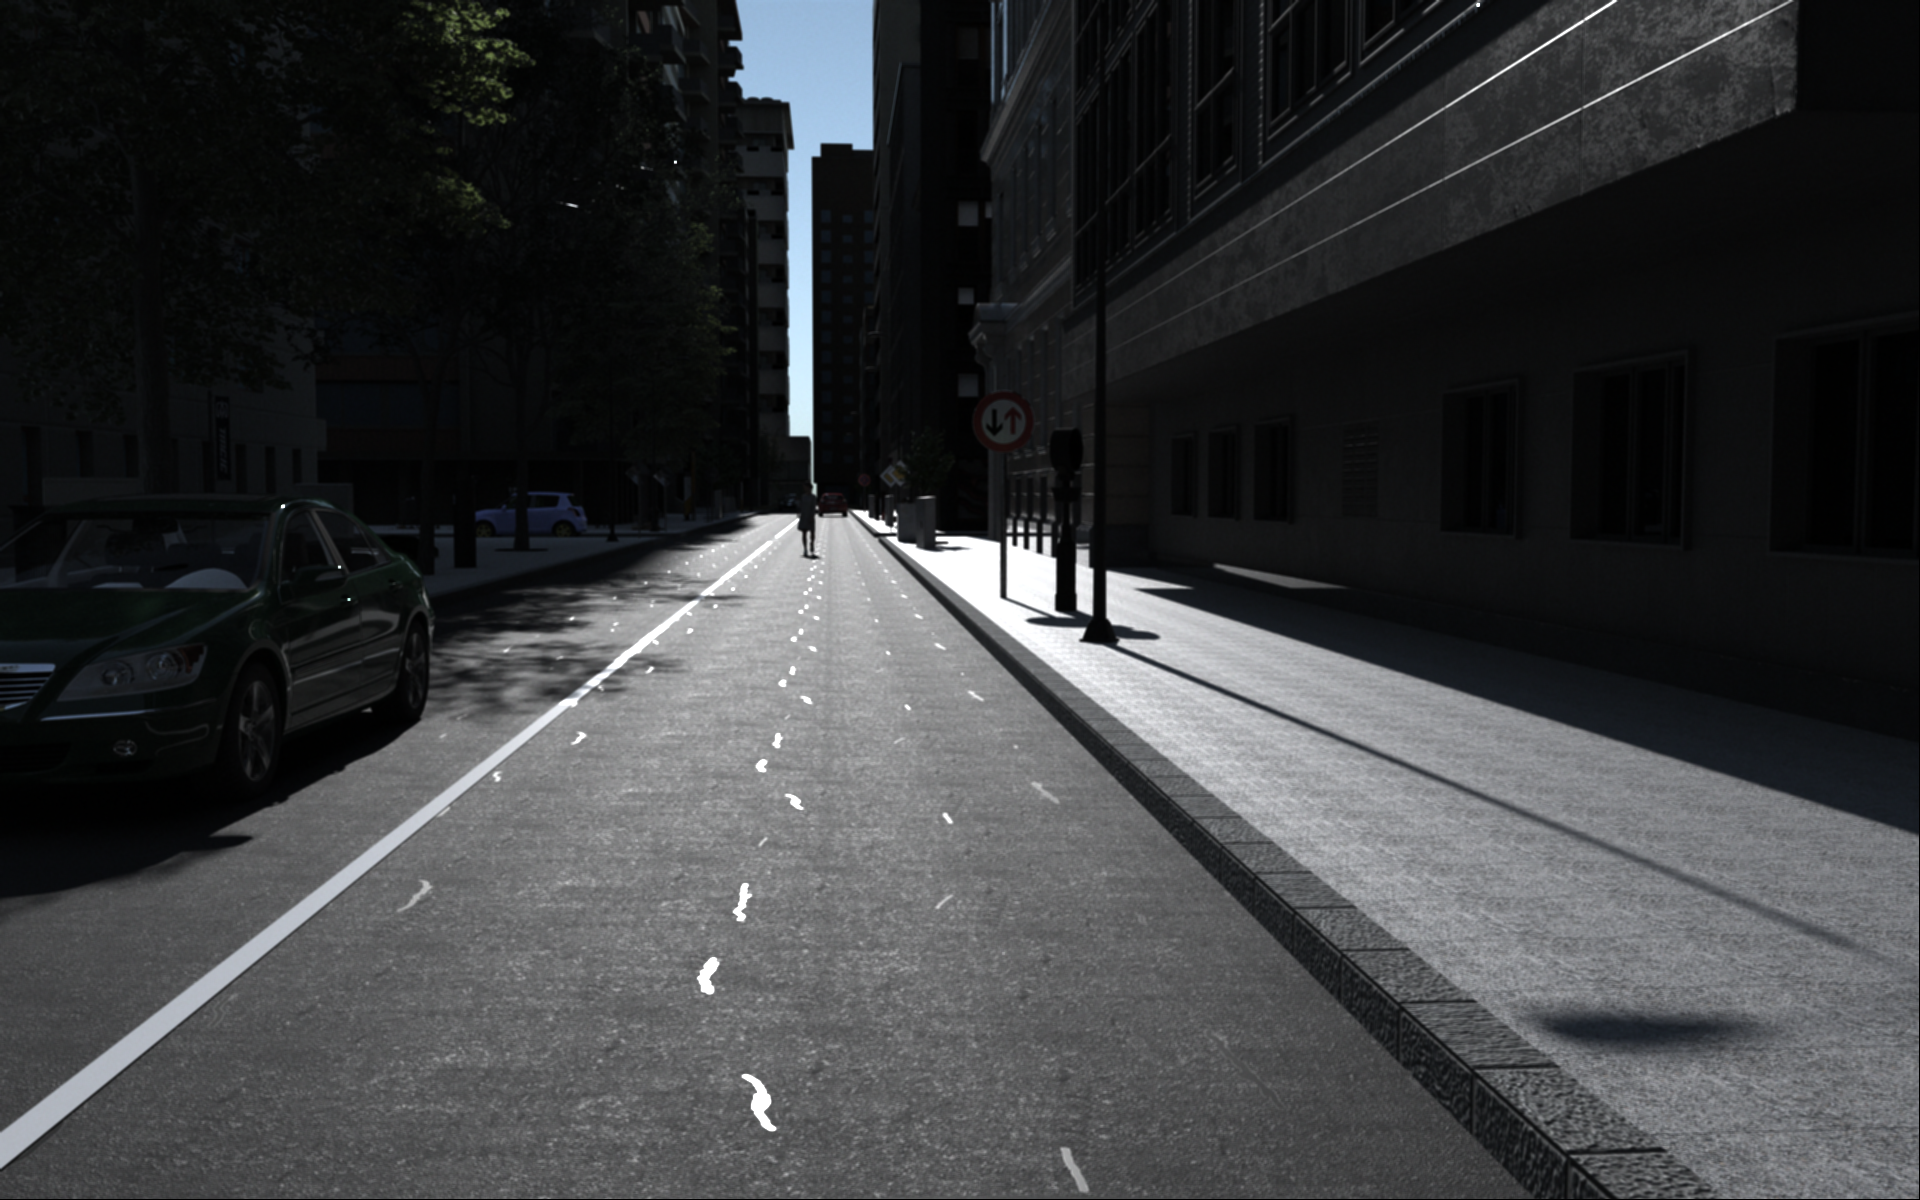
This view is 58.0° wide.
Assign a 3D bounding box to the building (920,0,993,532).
[{"bbox_3d":[6.737,-14.403,65.169,15.834,23.373,12.332,0,4,-4],"label":"building"}]

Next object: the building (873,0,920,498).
[{"bbox_3d":[3.516,-32.080,148.202,21.300,48.544,21.600,0,4,-4],"label":"building"}]

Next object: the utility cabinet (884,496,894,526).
[{"bbox_3d":[-2.847,-3.563,69.422,0.306,1.237,1.020,0,4,-7],"label":"utility cabinet"}]

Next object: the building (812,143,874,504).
[{"bbox_3d":[-11.920,-35.141,224.670,14.200,45.320,14.600,0,4,-4],"label":"building"}]

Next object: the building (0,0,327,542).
[{"bbox_3d":[-31.358,-11.546,33.816,28.899,21.520,27.650,0,4,-4],"label":"building"}]

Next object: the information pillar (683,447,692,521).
[{"bbox_3d":[-13.043,-5.617,83.200,0.504,3.616,0.183,-2,4,-25],"label":"information pillar"}]

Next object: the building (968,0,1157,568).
[{"bbox_3d":[7.728,-15.506,39.429,13.634,28.700,20.117,0,4,-4],"label":"building"}]

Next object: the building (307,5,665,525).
[{"bbox_3d":[-24.842,-26.178,82.638,22.147,44.769,28.867,0,4,-4],"label":"building"}]

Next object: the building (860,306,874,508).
[{"bbox_3d":[4.019,-20.141,174.336,27.650,21.520,28.899,0,4,-4],"label":"building"}]

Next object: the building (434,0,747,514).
[{"bbox_3d":[-29.611,-30.053,145.985,22.147,44.769,28.867,0,4,-4],"label":"building"}]

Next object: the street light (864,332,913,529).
[{"bbox_3d":[-1.948,-4.733,49.931,1.470,5.913,1.316,0,4,-4],"label":"street light"}]

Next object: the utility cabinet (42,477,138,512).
[{"bbox_3d":[-11.734,-0.904,23.455,1.173,1.500,0.318,-2,4,-30],"label":"utility cabinet"}]

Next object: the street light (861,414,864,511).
[{"bbox_3d":[-2.783,-5.574,63.675,1.470,5.913,1.316,0,4,-4],"label":"street light"}]

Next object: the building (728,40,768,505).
[{"bbox_3d":[-37.687,-53.855,193.205,31.000,86.520,22.319,0,4,-4],"label":"building"}]

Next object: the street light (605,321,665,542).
[{"bbox_3d":[-8.835,-4.528,46.572,1.470,5.913,1.316,0,4,-4],"label":"street light"}]

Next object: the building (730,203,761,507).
[{"bbox_3d":[-26.833,-24.247,168.134,14.160,30.474,14.107,0,4,-4],"label":"building"}]

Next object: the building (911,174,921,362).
[{"bbox_3d":[3.431,-13.287,81.862,10.561,19.102,19.286,0,4,-4],"label":"building"}]

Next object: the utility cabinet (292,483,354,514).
[{"bbox_3d":[-13.222,-1.668,35.957,1.173,1.500,0.318,0,4,3],"label":"utility cabinet"}]

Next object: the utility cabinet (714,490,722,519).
[{"bbox_3d":[-12.338,-4.863,88.185,0.318,1.500,1.173,0,4,-3],"label":"utility cabinet"}]

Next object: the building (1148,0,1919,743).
[{"bbox_3d":[9.581,-13.700,17.509,14.314,27.812,24.014,0,4,-4],"label":"building"}]

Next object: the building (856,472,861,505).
[{"bbox_3d":[-1.539,-46.447,197.665,20.563,71.187,20.611,0,4,-4],"label":"building"}]

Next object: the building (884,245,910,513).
[{"bbox_3d":[-0.305,-16.867,124.926,9.793,20.994,18.267,0,4,-4],"label":"building"}]

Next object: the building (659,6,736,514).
[{"bbox_3d":[-31.832,-25.984,116.719,32.217,40.220,23.993,0,4,-4],"label":"building"}]

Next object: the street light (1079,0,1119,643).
[{"bbox_3d":[0.677,-2.591,14.900,1.470,5.913,1.316,0,4,-4],"label":"street light"}]

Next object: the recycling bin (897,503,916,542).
[{"bbox_3d":[-1.338,-2.099,46.876,0.722,1.027,0.722,0,4,-5],"label":"recycling bin"}]

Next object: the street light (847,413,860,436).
[{"bbox_3d":[-5.535,-7.723,98.817,1.470,5.913,1.316,0,4,-4],"label":"street light"}]

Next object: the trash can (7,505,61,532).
[{"bbox_3d":[-11.819,-0.650,22.278,0.748,1.137,0.748,0,3,0],"label":"trash can"}]

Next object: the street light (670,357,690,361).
[{"bbox_3d":[-9.850,-5.274,58.778,1.470,5.913,1.316,0,4,-4],"label":"street light"}]

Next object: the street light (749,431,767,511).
[{"bbox_3d":[-14.971,-9.531,128.371,1.470,5.913,1.316,0,4,-4],"label":"street light"}]

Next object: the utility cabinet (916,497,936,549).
[{"bbox_3d":[-0.816,-1.826,41.019,0.306,1.237,1.020,-1,4,-12],"label":"utility cabinet"}]

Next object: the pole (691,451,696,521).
[{"bbox_3d":[-12.763,-5.448,82.923,0.158,3.312,0.155,0,3,0],"label":"pole"}]

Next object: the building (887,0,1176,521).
[{"bbox_3d":[3.206,-18.945,103.250,14.314,27.812,24.014,0,4,-4],"label":"building"}]

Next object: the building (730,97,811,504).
[{"bbox_3d":[-33.808,-39.188,229.959,27.495,52.752,28.713,0,4,-4],"label":"building"}]

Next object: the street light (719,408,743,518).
[{"bbox_3d":[-12.419,-7.408,93.668,1.470,5.913,1.316,0,4,-4],"label":"street light"}]

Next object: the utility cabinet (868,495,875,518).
[{"bbox_3d":[-4.745,-5.026,93.344,0.306,1.237,1.020,0,4,3],"label":"utility cabinet"}]
